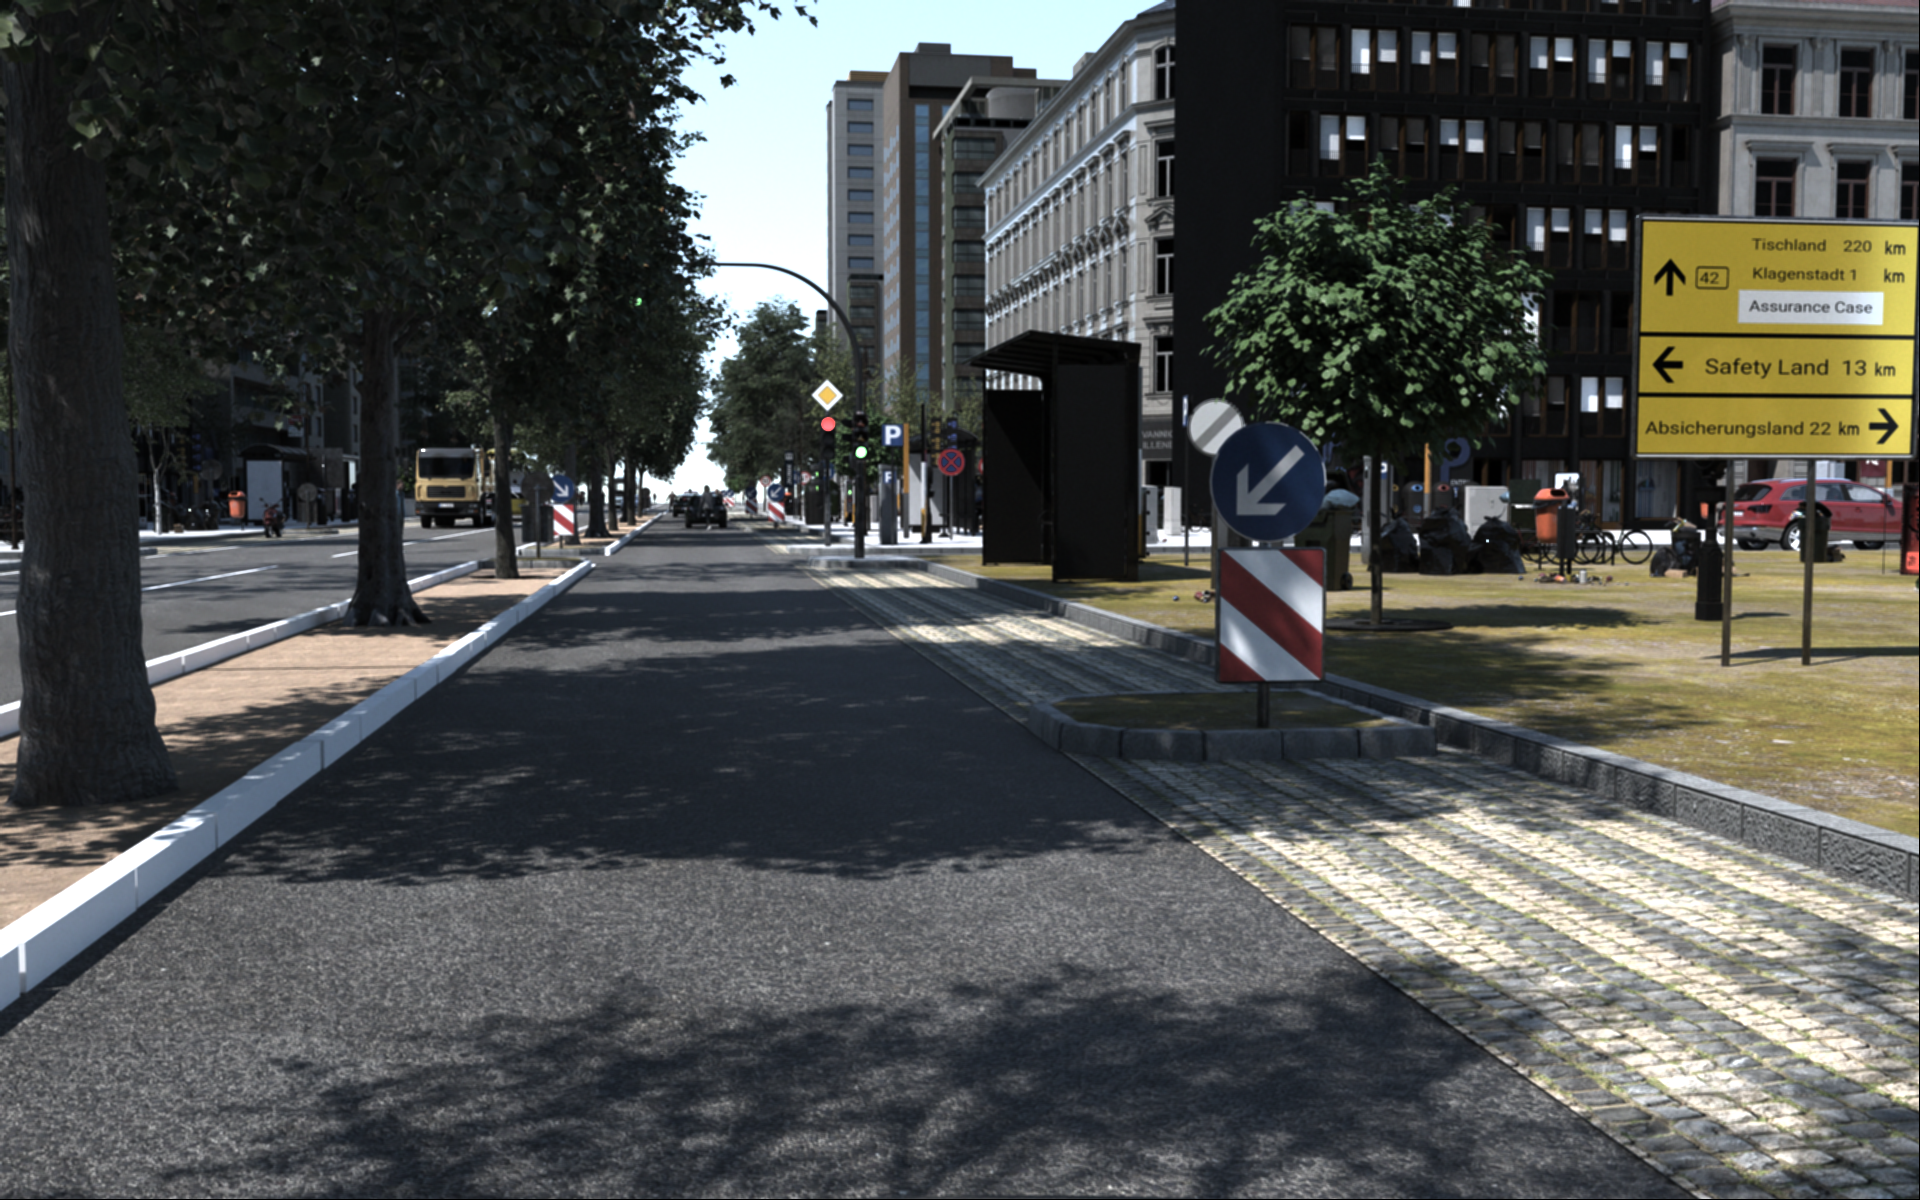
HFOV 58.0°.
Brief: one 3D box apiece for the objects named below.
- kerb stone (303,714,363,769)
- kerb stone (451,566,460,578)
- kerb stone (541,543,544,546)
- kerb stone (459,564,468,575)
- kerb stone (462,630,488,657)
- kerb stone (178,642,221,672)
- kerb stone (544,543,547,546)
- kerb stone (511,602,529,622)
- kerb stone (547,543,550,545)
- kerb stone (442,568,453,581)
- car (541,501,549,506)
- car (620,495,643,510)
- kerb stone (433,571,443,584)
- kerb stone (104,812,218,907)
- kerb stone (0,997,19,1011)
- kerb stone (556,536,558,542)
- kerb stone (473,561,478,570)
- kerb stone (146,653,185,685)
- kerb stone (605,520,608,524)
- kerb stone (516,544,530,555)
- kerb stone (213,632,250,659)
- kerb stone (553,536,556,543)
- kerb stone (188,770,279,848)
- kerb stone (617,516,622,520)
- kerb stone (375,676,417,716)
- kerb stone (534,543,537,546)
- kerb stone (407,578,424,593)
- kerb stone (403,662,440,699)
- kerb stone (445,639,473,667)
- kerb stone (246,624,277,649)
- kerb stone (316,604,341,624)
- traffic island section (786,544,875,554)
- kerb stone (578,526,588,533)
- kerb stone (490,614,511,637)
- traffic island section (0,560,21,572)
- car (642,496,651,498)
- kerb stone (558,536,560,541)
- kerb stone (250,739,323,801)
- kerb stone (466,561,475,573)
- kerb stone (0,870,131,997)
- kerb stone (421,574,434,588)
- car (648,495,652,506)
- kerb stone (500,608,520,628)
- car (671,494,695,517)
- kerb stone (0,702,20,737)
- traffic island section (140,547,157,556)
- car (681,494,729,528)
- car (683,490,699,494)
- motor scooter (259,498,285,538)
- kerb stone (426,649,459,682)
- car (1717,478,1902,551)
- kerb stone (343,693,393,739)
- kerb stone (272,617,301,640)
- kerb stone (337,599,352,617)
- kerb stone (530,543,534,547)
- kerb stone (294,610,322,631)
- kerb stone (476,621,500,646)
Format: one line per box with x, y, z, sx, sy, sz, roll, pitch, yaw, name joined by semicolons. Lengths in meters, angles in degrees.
-3.449;0.776;9.507;0.120;0.150;1.000;-1;4;-9;kerb stone
-8.670;-0.441;29.459;0.120;0.150;1.000;-1;4;-9;kerb stone
-11.267;-1.466;46.168;0.120;0.150;1.000;-1;4;-9;kerb stone
-8.831;-0.506;30.471;0.120;0.150;1.000;-1;4;-9;kerb stone
-4.400;0.406;15.601;0.120;0.150;1.000;-1;4;-9;kerb stone
-6.309;0.485;14.271;0.120;0.150;1.000;-1;4;-9;kerb stone
-11.423;-1.528;47.180;0.120;0.150;1.000;-1;4;-9;kerb stone
-5.028;0.159;19.662;0.120;0.150;1.000;-1;4;-9;kerb stone
-11.583;-1.588;48.189;0.120;0.150;1.000;-1;4;-9;kerb stone
-8.508;-0.381;28.446;0.120;0.150;1.000;-1;4;-9;kerb stone
-29.711;-6.841;120.895;2.155;1.783;4.494;-1;4;-8;car
-29.211;-8.681;154.290;2.083;1.381;4.827;0;4;-7;car
-8.360;-0.320;27.434;0.120;0.150;1.000;-1;4;-9;kerb stone
-2.980;0.968;6.470;0.120;0.150;1.000;-1;4;-9;kerb stone
-2.663;1.088;4.432;0.120;0.150;1.000;-1;4;-9;kerb stone
-12.053;-1.776;51.233;0.120;0.150;1.000;-1;4;-9;kerb stone
-9.150;-0.630;32.503;0.120;0.150;1.000;-1;4;-9;kerb stone
-6.160;0.547;13.252;0.120;0.150;1.000;-1;4;-9;kerb stone
-17.560;-3.945;86.699;0.120;0.150;1.000;-1;4;-9;kerb stone
-10.635;-1.217;42.122;0.120;0.150;1.000;-1;4;-9;kerb stone
-6.479;0.424;15.285;0.120;0.150;1.000;-1;4;-9;kerb stone
-11.890;-1.709;50.213;0.120;0.150;1.000;-1;4;-9;kerb stone
-3.136;0.903;7.481;0.120;0.150;1.000;-1;4;-9;kerb stone
-19.758;-4.812;100.889;0.120;0.150;1.000;-1;4;-9;kerb stone
-3.772;0.654;11.533;0.120;0.150;1.000;-1;4;-9;kerb stone
-10.947;-1.340;44.147;0.120;0.150;1.000;-1;4;-9;kerb stone
-8.044;-0.191;25.409;0.120;0.150;1.000;-1;4;-9;kerb stone
-3.925;0.590;12.551;0.120;0.150;1.000;-1;4;-9;kerb stone
-4.244;0.466;14.581;0.120;0.150;1.000;-1;4;-9;kerb stone
-6.633;0.363;16.303;0.120;0.150;1.000;-1;4;-9;kerb stone
-7.105;0.175;19.333;0.120;0.150;1.000;-1;4;-9;kerb stone
-3.223;-1.240;42.551;2.009;0.180;2.903;-1;4;-9;traffic island section
-14.257;-2.644;65.430;0.120;0.150;1.000;-1;4;-9;kerb stone
-4.713;0.279;17.635;0.120;0.150;1.000;-1;4;-9;kerb stone
-18.642;-0.600;32.092;2.009;0.180;2.903;-1;4;-9;traffic island section
-36.828;-11.695;200.259;2.155;1.783;4.494;0;4;-8;car
-12.210;-1.833;52.246;0.120;0.150;1.000;-1;4;-9;kerb stone
-3.303;0.838;8.490;0.120;0.150;1.000;-1;4;-9;kerb stone
-8.987;-0.568;31.486;0.120;0.150;1.000;-1;4;-9;kerb stone
-2.818;1.027;5.455;0.120;0.150;1.000;-1;4;-9;kerb stone
-8.196;-0.258;26.419;0.120;0.150;1.000;-1;4;-9;kerb stone
-38.713;-12.256;212.386;2.014;1.417;4.499;-1;4;-10;car
-4.881;0.217;18.647;0.120;0.150;1.000;-1;4;-9;kerb stone
-17.196;-6.074;109.103;2.009;1.686;4.222;0;4;-8;car
-5.688;0.733;10.218;0.120;0.150;1.000;-1;4;-9;kerb stone
-19.866;-1.083;39.983;2.009;0.180;2.903;-1;4;-9;traffic island section
-10.885;-3.931;74.063;2.009;1.686;4.222;-1;4;-10;car
-28.291;-10.607;182.104;2.281;1.827;5.304;-1;4;-9;car
-22.674;-2.719;57.228;0.815;1.314;1.986;-1;4;-9;motor scooter
-4.076;0.528;13.567;0.120;0.150;1.000;-1;4;-9;kerb stone
21.246;-2.051;42.208;5.304;1.827;2.281;-1;4;-9;car
-3.608;0.716;10.524;0.120;0.150;1.000;-1;4;-9;kerb stone
-6.787;0.302;17.314;0.120;0.150;1.000;-1;4;-9;kerb stone
-7.252;0.115;20.345;0.120;0.150;1.000;-1;4;-9;kerb stone
-10.790;-1.281;43.132;0.120;0.150;1.000;-1;4;-9;kerb stone
-6.947;0.237;18.323;0.120;0.150;1.000;-1;4;-9;kerb stone
-4.552;0.341;16.621;0.120;0.150;1.000;-1;4;-9;kerb stone
